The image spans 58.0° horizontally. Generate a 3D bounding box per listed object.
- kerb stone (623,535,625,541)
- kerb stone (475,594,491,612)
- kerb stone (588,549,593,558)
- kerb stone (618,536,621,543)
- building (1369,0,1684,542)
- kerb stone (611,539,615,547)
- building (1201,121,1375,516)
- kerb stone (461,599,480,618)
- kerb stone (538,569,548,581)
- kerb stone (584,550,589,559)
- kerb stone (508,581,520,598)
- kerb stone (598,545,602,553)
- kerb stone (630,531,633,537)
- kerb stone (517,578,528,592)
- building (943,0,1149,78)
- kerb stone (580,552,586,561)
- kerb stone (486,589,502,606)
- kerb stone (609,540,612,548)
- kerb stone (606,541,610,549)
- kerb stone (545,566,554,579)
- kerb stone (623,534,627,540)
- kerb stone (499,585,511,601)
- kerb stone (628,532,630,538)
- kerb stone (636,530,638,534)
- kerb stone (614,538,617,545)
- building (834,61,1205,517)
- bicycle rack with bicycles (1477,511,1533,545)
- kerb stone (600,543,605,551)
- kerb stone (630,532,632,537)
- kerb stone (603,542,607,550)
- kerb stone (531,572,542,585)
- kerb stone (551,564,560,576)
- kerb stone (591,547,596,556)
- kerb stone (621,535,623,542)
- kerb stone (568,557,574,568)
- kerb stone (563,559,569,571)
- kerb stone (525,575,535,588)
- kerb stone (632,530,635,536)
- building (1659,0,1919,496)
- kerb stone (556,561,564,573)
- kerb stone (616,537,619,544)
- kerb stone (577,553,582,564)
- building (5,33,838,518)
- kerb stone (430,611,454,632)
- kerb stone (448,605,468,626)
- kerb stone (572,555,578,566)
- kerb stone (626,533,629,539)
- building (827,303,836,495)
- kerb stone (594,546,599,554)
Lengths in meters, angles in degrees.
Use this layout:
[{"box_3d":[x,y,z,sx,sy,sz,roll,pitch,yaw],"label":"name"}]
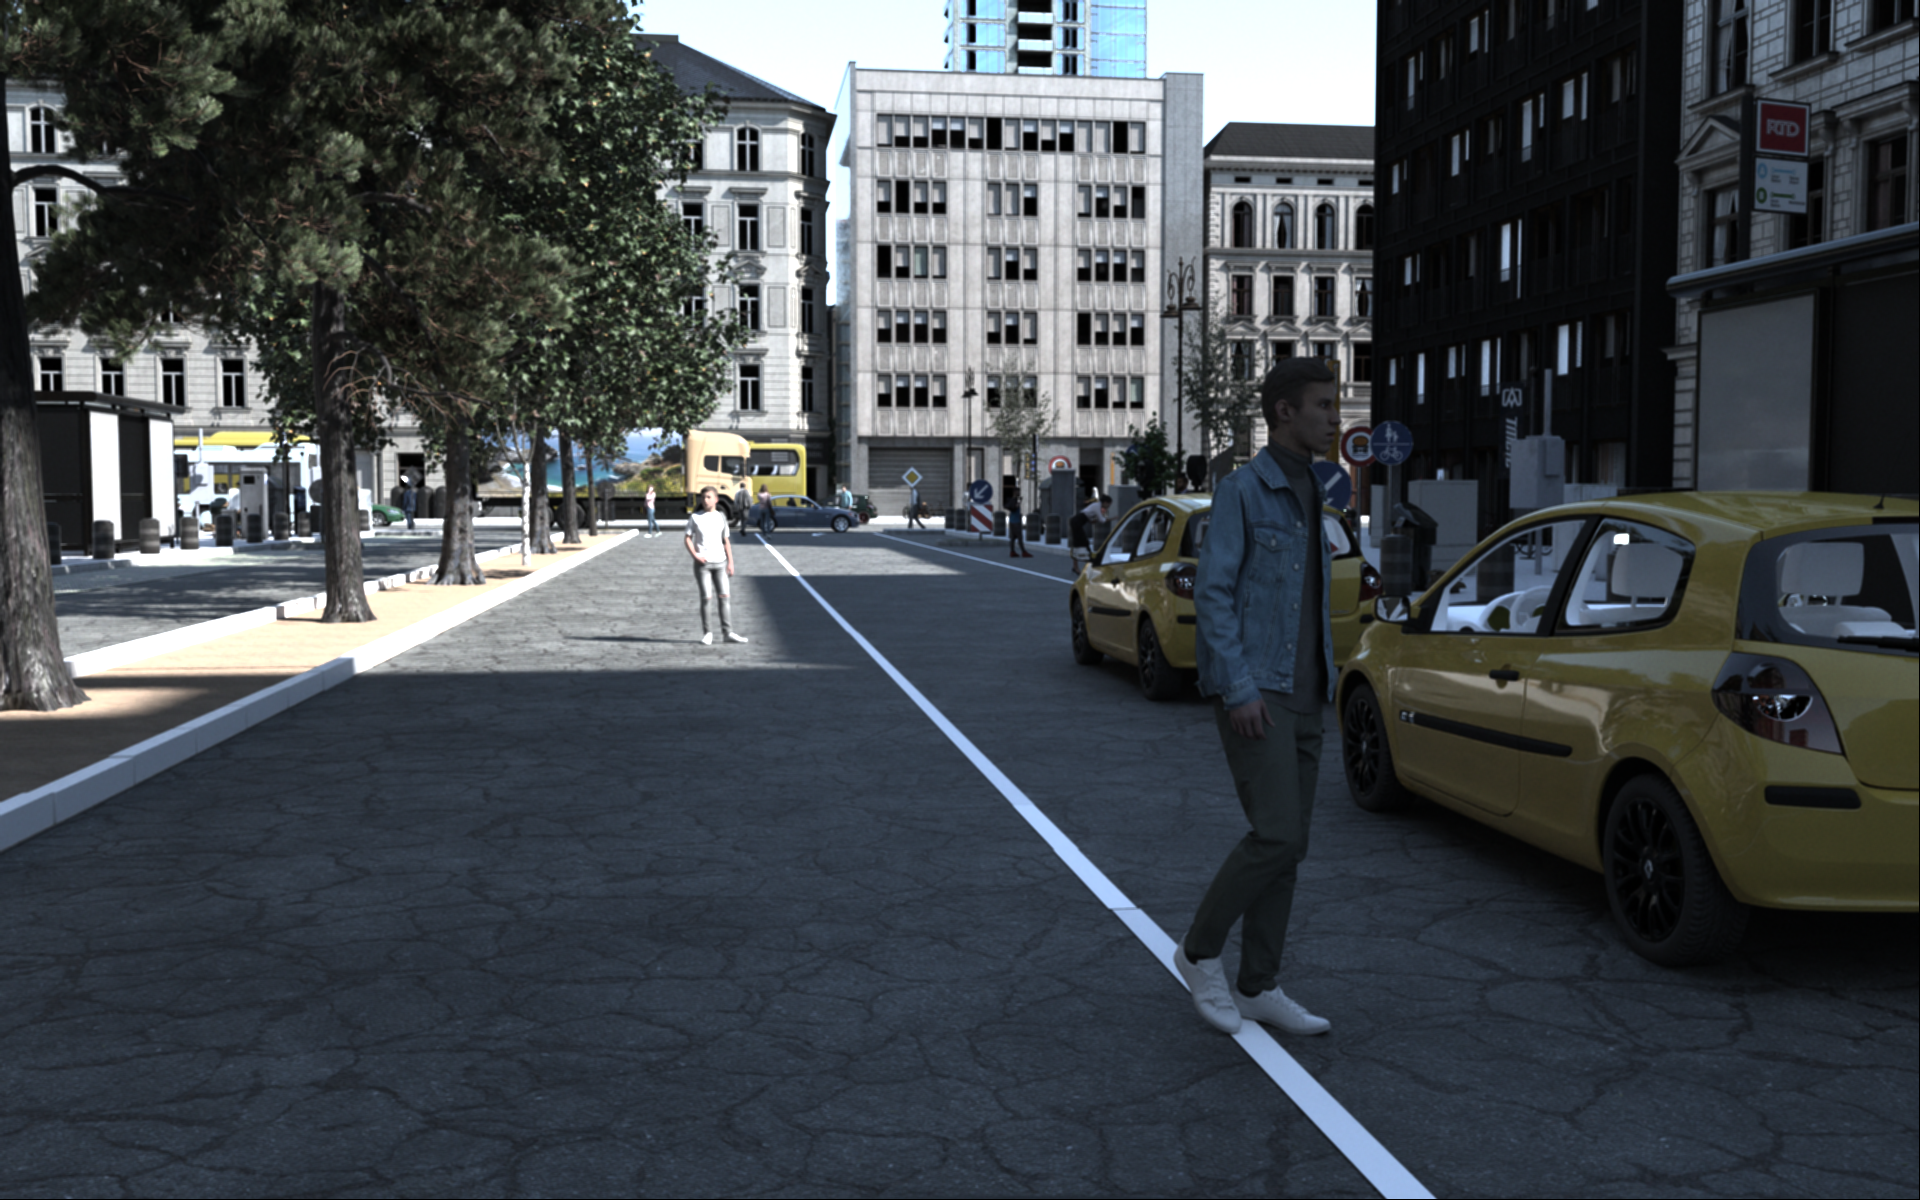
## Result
[{"box_3d":[-10.174,-1.805,51.704,0.120,0.150,1.000,0,4,-8],"label":"kerb stone"},{"box_3d":[-5.887,0.062,21.176,0.120,0.150,1.000,0,4,-8],"label":"kerb stone"},{"box_3d":[-8.313,-0.995,38.471,0.120,0.150,1.000,0,4,-8],"label":"kerb stone"},{"box_3d":[-9.878,-1.681,49.674,0.120,0.150,1.000,0,4,-8],"label":"kerb stone"},{"box_3d":[19.933,-13.250,46.322,12.332,23.373,15.834,0,4,-8],"label":"building"},{"box_3d":[-9.457,-1.494,46.628,0.120,0.150,1.000,0,4,-8],"label":"kerb stone"},{"box_3d":[22.746,-16.885,104.940,19.941,23.489,11.050,0,4,-8],"label":"building"},{"box_3d":[-5.745,0.124,20.162,0.120,0.150,1.000,0,4,-8],"label":"kerb stone"},{"box_3d":[-6.883,-0.374,28.310,0.120,0.150,1.000,0,4,-8],"label":"kerb stone"},{"box_3d":[-8.172,-0.933,37.456,0.120,0.150,1.000,0,4,-8],"label":"kerb stone"},{"box_3d":[-6.307,-0.124,24.229,0.120,0.150,1.000,0,4,-8],"label":"kerb stone"},{"box_3d":[-8.741,-1.182,41.529,0.120,0.150,1.000,0,4,-8],"label":"kerb stone"},{"box_3d":[-10.879,-2.115,56.795,0.120,0.150,1.000,0,4,-8],"label":"kerb stone"},{"box_3d":[-6.456,-0.186,25.248,0.120,0.150,1.000,0,4,-8],"label":"kerb stone"},{"box_3d":[6.768,-52.705,174.402,22.319,86.520,31.000,0,4,-8],"label":"building"},{"box_3d":[-8.028,-0.871,36.441,0.120,0.150,1.000,0,4,-8],"label":"kerb stone"},{"box_3d":[-6.030,0.000,22.193,0.120,0.150,1.000,0,4,-8],"label":"kerb stone"},{"box_3d":[-9.312,-1.424,45.610,0.120,0.150,1.000,0,4,-8],"label":"kerb stone"},{"box_3d":[-9.169,-1.369,44.586,0.120,0.150,1.000,0,4,-8],"label":"kerb stone"},{"box_3d":[-7.031,-0.437,29.335,0.120,0.150,1.000,0,4,-8],"label":"kerb stone"},{"box_3d":[-10.317,-1.867,52.724,0.120,0.150,1.000,0,4,-8],"label":"kerb stone"},{"box_3d":[-6.169,-0.059,23.214,0.120,0.150,1.000,0,4,-8],"label":"kerb stone"},{"box_3d":[-10.608,-1.991,54.752,0.120,0.150,1.000,0,4,-8],"label":"kerb stone"},{"box_3d":[-11.310,-2.302,59.845,0.120,0.150,1.000,0,4,-8],"label":"kerb stone"},{"box_3d":[-9.599,-1.557,47.645,0.120,0.150,1.000,0,4,-8],"label":"kerb stone"},{"box_3d":[2.991,-17.382,102.223,19.932,24.808,12.078,0,4,-8],"label":"building"},{"box_3d":[12.418,-1.439,36.910,2.852,0.926,2.925,-1,4,-14],"label":"bicycle rack with bicycles"},{"box_3d":[-8.885,-1.245,42.547,0.120,0.150,1.000,0,4,-8],"label":"kerb stone"},{"box_3d":[-10.734,-2.051,55.769,0.120,0.150,1.000,0,4,-8],"label":"kerb stone"},{"box_3d":[-9.026,-1.305,43.565,0.120,0.150,1.000,0,4,-8],"label":"kerb stone"},{"box_3d":[-6.735,-0.311,27.284,0.120,0.150,1.000,0,4,-8],"label":"kerb stone"},{"box_3d":[-7.167,-0.499,30.350,0.120,0.150,1.000,0,4,-8],"label":"kerb stone"},{"box_3d":[-8.460,-1.058,39.488,0.120,0.150,1.000,0,4,-8],"label":"kerb stone"},{"box_3d":[-10.031,-1.742,50.688,0.120,0.150,1.000,0,4,-8],"label":"kerb stone"},{"box_3d":[-7.603,-0.682,33.394,0.120,0.150,1.000,0,4,-8],"label":"kerb stone"},{"box_3d":[-7.454,-0.623,32.381,0.120,0.150,1.000,0,4,-8],"label":"kerb stone"},{"box_3d":[-6.601,-0.241,26.269,0.120,0.150,1.000,0,4,-8],"label":"kerb stone"},{"box_3d":[-11.030,-2.178,57.811,0.120,0.150,1.000,0,4,-8],"label":"kerb stone"},{"box_3d":[21.266,-10.050,28.941,10.561,19.102,19.286,0,4,-8],"label":"building"},{"box_3d":[-7.320,-0.558,31.363,0.120,0.150,1.000,0,4,-8],"label":"kerb stone"},{"box_3d":[-9.737,-1.619,48.660,0.120,0.150,1.000,0,4,-8],"label":"kerb stone"},{"box_3d":[-7.885,-0.808,35.425,0.120,0.150,1.000,0,4,-8],"label":"kerb stone"},{"box_3d":[-29.496,-19.797,100.104,44.131,29.872,17.030,0,4,-8],"label":"building"},{"box_3d":[-5.462,0.249,18.130,0.120,0.150,1.000,0,4,-8],"label":"kerb stone"},{"box_3d":[-5.597,0.188,19.148,0.120,0.150,1.000,0,4,-8],"label":"kerb stone"},{"box_3d":[-7.740,-0.747,34.411,0.120,0.150,1.000,0,4,-8],"label":"kerb stone"},{"box_3d":[-10.448,-1.929,53.740,0.120,0.150,1.000,0,4,-8],"label":"kerb stone"},{"box_3d":[-15.731,-29.947,261.337,14.107,30.474,14.160,0,4,-8],"label":"building"},{"box_3d":[-8.602,-1.119,40.506,0.120,0.150,1.000,0,4,-8],"label":"kerb stone"}]
